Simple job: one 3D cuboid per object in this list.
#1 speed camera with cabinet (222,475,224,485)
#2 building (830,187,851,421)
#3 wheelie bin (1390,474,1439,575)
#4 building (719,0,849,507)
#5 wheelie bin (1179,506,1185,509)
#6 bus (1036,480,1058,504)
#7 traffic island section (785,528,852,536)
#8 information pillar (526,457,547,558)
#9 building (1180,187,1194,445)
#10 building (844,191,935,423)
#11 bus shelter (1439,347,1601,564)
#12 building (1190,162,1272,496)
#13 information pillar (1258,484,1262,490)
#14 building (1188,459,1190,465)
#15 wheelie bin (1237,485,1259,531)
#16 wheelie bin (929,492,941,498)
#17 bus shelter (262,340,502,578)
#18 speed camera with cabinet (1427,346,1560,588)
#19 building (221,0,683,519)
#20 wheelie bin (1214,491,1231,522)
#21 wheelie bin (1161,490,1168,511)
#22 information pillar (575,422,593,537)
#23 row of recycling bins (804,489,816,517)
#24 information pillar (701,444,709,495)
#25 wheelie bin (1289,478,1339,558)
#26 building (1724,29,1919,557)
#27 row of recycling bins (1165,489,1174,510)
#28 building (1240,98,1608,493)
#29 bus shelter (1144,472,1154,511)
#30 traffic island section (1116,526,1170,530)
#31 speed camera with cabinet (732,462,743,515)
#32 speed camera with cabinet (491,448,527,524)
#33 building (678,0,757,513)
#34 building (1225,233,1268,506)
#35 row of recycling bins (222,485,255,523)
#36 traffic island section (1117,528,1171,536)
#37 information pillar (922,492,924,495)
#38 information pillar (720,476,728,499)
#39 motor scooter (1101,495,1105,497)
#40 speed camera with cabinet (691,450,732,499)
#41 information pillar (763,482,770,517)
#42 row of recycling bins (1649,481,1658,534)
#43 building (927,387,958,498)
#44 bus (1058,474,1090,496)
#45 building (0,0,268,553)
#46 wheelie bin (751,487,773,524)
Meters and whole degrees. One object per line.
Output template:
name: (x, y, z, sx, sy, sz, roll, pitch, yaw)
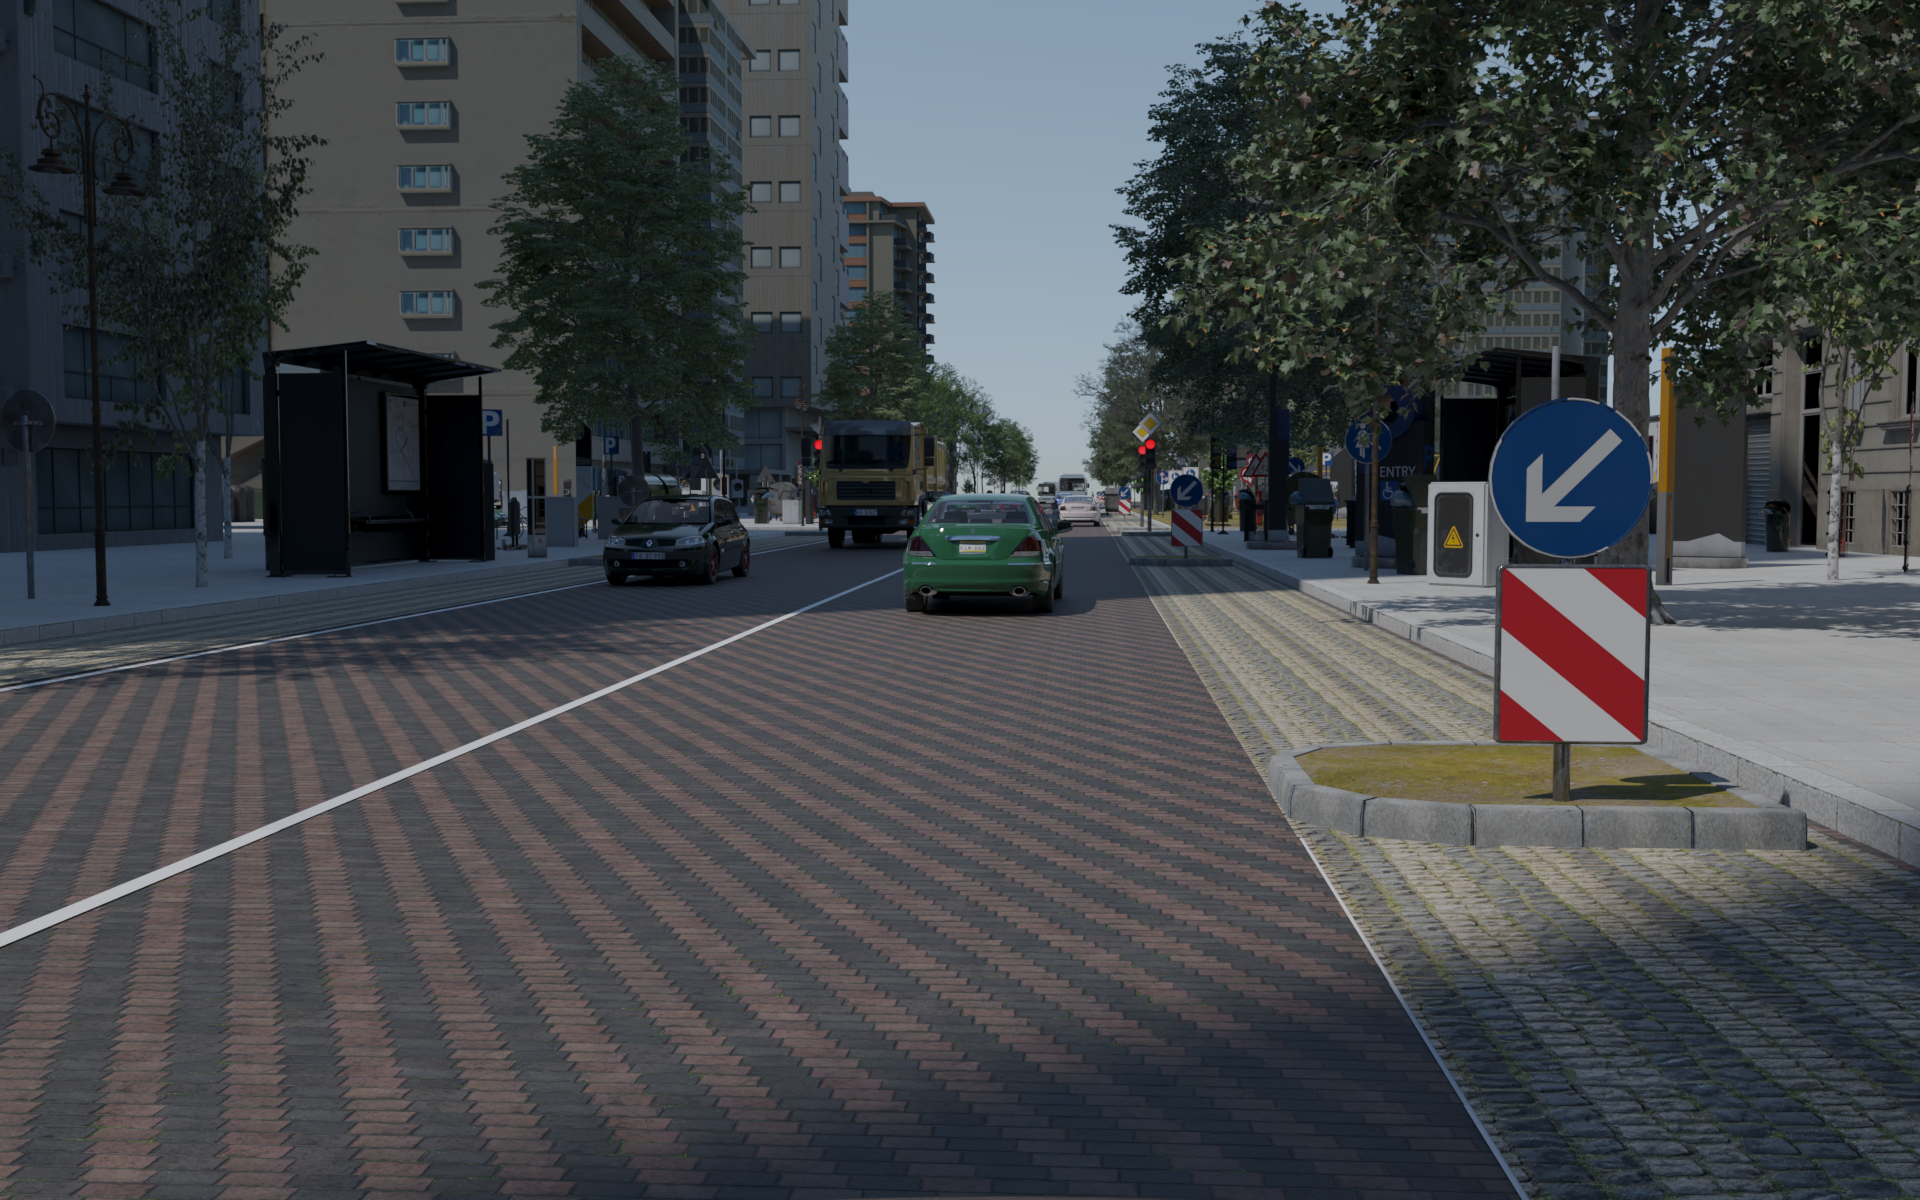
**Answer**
speed camera with cabinet: (-35.902, -5.466, 83.705, 0.660, 3.252, 2.038, -1, 4, -21)
building: (-25.415, -30.209, 185.800, 32.217, 40.220, 23.993, 0, 4, 4)
wheelie bin: (7.296, -1.206, 27.634, 0.980, 1.594, 0.693, -2, 4, -24)
building: (-24.897, -34.796, 158.155, 28.713, 52.752, 27.495, 0, 4, 4)
wheelie bin: (14.968, -6.596, 115.759, 0.980, 1.594, 0.693, 3, 4, 36)
bus: (13.018, -15.867, 254.281, 2.948, 3.499, 13.247, 0, 4, 6)
traffic island section: (-4.872, -2.331, 60.396, 2.009, 0.180, 2.903, 0, 4, 4)
information pillar: (-8.545, -1.863, 34.958, 0.304, 2.012, 0.304, -3, 4, -37)
building: (50.896, -42.565, 285.169, 28.713, 52.752, 27.495, 0, 4, 4)
building: (-15.274, -36.601, 253.056, 22.147, 44.769, 28.867, 0, 4, 4)
bus shelter: (9.620, -2.412, 30.719, 1.731, 3.624, 6.357, 0, 4, 4)
building: (44.219, -38.101, 246.660, 21.300, 48.544, 21.600, 0, 4, 4)
information pillar: (22.664, -7.755, 131.281, 0.304, 2.012, 0.304, -2, 4, -30)
building: (42.430, -37.596, 264.801, 14.600, 45.320, 14.200, 0, 4, 4)
wheelie bin: (9.931, -3.174, 59.796, 0.693, 1.594, 0.980, 1, 4, 15)
wheelie bin: (-1.881, -7.507, 130.643, 0.980, 1.594, 0.693, -2, 4, -29)
bus shelter: (-9.694, -2.347, 29.659, 1.731, 3.624, 6.357, 0, 4, 4)
speed camera with cabinet: (7.399, -1.794, 23.670, 0.660, 3.252, 2.038, -3, 4, -38)
building: (-28.169, -28.755, 93.853, 21.300, 48.544, 21.600, 0, 4, 4)
wheelie bin: (11.930, -4.344, 78.939, 0.980, 1.594, 0.693, -2, 4, -25)
wheelie bin: (15.078, -7.473, 130.091, 0.980, 1.594, 0.693, -1, 4, -17)
information pillar: (-11.228, -3.689, 51.670, 0.504, 3.616, 0.183, 0, 4, 2)
row of recycling bins: (-7.189, -5.557, 97.975, 3.534, 1.692, 1.069, 1, 4, 11)
information pillar: (-11.919, -5.475, 80.871, 0.183, 3.616, 0.504, -3, 5, -45)
wheelie bin: (7.078, -1.644, 34.790, 0.980, 1.594, 0.693, 0, 4, -7)
building: (26.482, -12.090, 30.963, 16.112, 22.955, 30.059, 0, 4, 4)
row of recycling bins: (16.618, -8.005, 138.002, 1.069, 1.692, 3.534, 1, 4, 9)
building: (43.318, -28.830, 163.258, 32.217, 40.220, 23.993, 0, 4, 4)
bus shelter: (14.752, -8.833, 135.709, 1.731, 3.624, 6.357, 0, 4, 4)
traffic island section: (7.117, -2.767, 67.529, 2.009, 0.180, 2.903, 0, 4, 4)
speed camera with cabinet: (-14.499, -6.914, 107.387, 2.038, 3.252, 0.660, -1, 4, -18)
speed camera with cabinet: (-19.775, -4.942, 75.136, 2.038, 3.252, 0.660, -3, 5, -40)
building: (-28.943, -26.489, 124.983, 32.217, 40.220, 23.993, 0, 4, 4)
building: (37.341, -26.120, 198.757, 14.160, 30.474, 14.107, 0, 4, 4)
row of recycling bins: (-33.244, -4.383, 78.768, 1.069, 1.692, 3.534, 1, 4, 10)
traffic island section: (6.539, -2.280, 59.565, 2.009, 0.180, 2.903, 0, 4, 4)
information pillar: (-2.655, -7.804, 118.955, 0.183, 3.616, 0.504, -3, 5, -44)
information pillar: (-9.718, -4.092, 71.403, 0.304, 2.012, 0.304, -1, 4, -12)
motor scooter: (21.838, -15.361, 263.923, 0.815, 1.314, 1.986, 0, 4, 3)
speed camera with cabinet: (-11.438, -5.106, 77.813, 2.038, 3.252, 0.660, 0, 4, 6)
information pillar: (-9.855, -5.117, 88.160, 0.304, 2.012, 0.304, 1, 4, 11)
row of recycling bins: (21.252, -3.000, 56.166, 3.534, 1.692, 1.069, 1, 4, 22)
building: (-15.134, -26.766, 282.660, 27.650, 21.520, 28.899, 0, 4, 4)
bus: (10.752, -10.354, 164.152, 2.948, 3.499, 13.247, 0, 4, 5)
building: (-26.305, -16.635, 43.681, 14.107, 30.474, 14.160, 0, 4, 4)
wheelie bin: (-8.516, -4.074, 74.523, 0.980, 1.594, 0.693, 0, 4, -1)
